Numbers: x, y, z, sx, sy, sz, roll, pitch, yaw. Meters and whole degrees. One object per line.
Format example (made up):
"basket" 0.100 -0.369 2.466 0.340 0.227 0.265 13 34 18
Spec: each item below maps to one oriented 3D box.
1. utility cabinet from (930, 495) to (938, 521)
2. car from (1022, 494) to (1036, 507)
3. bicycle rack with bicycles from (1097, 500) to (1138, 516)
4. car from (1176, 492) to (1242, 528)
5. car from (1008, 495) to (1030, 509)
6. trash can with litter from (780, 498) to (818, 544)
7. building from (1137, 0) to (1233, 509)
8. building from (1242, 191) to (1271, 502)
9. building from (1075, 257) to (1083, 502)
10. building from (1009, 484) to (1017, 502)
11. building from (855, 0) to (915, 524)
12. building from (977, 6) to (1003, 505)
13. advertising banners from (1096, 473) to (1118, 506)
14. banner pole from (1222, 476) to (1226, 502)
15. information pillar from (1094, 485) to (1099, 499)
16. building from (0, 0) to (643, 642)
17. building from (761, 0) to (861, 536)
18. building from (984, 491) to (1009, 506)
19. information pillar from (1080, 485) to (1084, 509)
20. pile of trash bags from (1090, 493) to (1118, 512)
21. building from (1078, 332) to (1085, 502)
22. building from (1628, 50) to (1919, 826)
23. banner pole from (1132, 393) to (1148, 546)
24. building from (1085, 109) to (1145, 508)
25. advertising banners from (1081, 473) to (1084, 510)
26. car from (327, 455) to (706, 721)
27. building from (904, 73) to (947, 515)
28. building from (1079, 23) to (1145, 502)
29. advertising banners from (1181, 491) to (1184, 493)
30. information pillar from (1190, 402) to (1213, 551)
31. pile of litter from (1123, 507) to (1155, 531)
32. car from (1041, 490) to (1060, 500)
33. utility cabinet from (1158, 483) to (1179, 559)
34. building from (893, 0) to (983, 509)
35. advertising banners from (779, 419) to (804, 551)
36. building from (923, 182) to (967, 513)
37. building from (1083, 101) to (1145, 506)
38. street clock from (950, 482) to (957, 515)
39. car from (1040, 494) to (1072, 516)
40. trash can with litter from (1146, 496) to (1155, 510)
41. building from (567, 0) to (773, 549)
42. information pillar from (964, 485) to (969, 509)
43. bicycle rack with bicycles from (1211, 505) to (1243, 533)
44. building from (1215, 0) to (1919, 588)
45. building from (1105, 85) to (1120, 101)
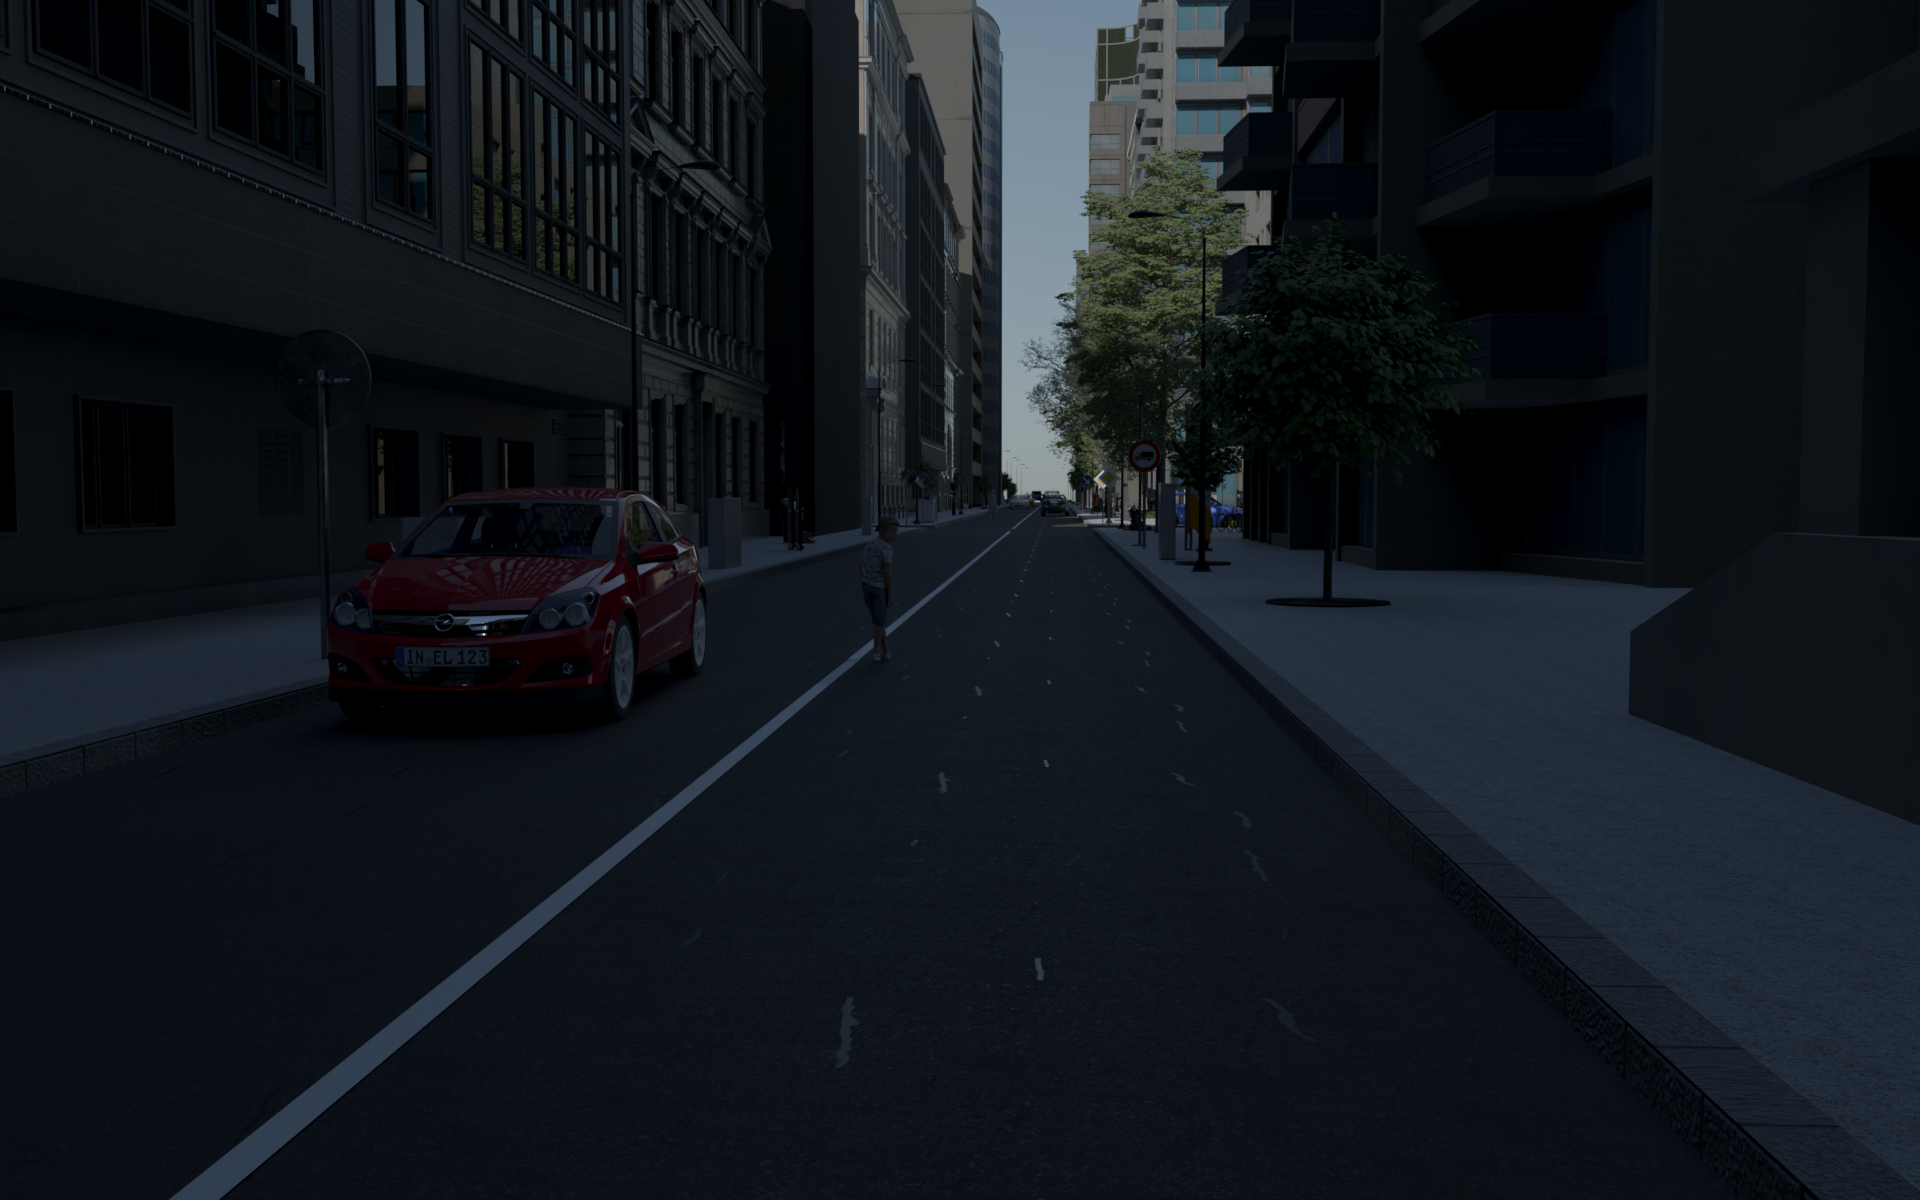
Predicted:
"utility cabinet" -1.242 -4.363 82.500 0.306 1.237 1.020 0 4 -5
"car" 7.333 -11.004 190.137 2.015 1.641 3.980 0 4 3
"bicycle rack with bicycles" 9.266 -5.433 102.216 2.852 0.926 2.925 0 4 -7
"car" 9.608 -3.630 68.941 3.694 1.707 1.945 0 4 3
"car" 5.703 -9.449 166.845 2.083 1.381 4.827 0 4 1
"trash can with litter" -4.182 -2.071 45.242 1.055 1.170 0.624 2 4 32
"building" 24.791 -31.258 130.669 23.786 49.044 30.456 0 4 3
"building" 29.895 -14.645 84.485 28.899 21.520 27.650 0 4 3
"building" 26.942 -37.607 298.463 14.154 41.232 14.086 0 4 3
"building" -6.644 -36.736 292.513 32.217 40.220 23.993 0 4 3
"building" -9.618 -18.202 83.502 13.634 28.700 20.117 0 4 3
"building" -5.853 -40.686 207.213 21.231 58.520 28.212 0 4 3
"advertising banners" 12.004 -8.852 140.916 2.074 3.025 0.090 -1 4 -19
"banner pole" 15.337 -6.768 100.672 0.401 3.779 0.863 2 4 28
"information pillar" 10.798 -8.104 136.985 0.304 2.012 0.304 -1 4 -9
"building" -13.360 -13.834 19.687 14.314 27.812 24.014 0 4 3
"building" -11.934 -13.975 58.174 15.834 23.373 12.332 0 4 3
"building" -9.937 -33.813 244.725 32.217 40.220 23.993 0 4 3
"information pillar" 10.194 -8.606 145.195 0.304 2.012 0.304 0 4 -6
"pile of trash bags" 10.221 -7.031 124.703 1.912 1.369 3.447 1 4 23
"building" 26.378 -31.350 284.266 14.160 30.474 14.107 0 4 3
"building" 19.600 -18.911 1.074 32.217 40.220 23.993 0 4 3
"banner pole" 4.451 -3.218 42.625 0.401 3.779 0.863 0 4 2
"building" 28.550 -28.846 163.506 32.217 40.220 23.993 0 4 3
"advertising banners" 9.936 -8.817 140.338 0.090 3.025 2.074 1 4 10
"car" -2.973 -0.199 12.288 2.155 1.783 4.494 0 4 1
"building" -8.625 -19.084 105.534 14.314 27.812 24.014 0 4 3
"building" 28.729 -50.594 265.456 20.563 71.187 20.611 0 4 3
"advertising banners" 13.587 -6.659 105.066 0.090 3.025 2.074 0 4 -1
"information pillar" 5.434 -2.911 38.952 0.504 3.616 0.183 -1 4 -18
"pile of litter" 6.336 -2.852 60.590 1.176 0.858 1.719 0 4 -8
"car" 9.570 -10.471 179.873 2.281 1.827 5.304 0 4 5
"utility cabinet" 4.101 -1.563 34.227 0.318 1.500 1.173 0 4 4
"building" -9.031 -32.713 158.556 21.300 48.544 21.600 0 4 3
"advertising banners" -3.887 -2.668 39.813 0.090 3.025 2.074 -1 4 -19
"building" -6.353 -20.415 131.044 12.463 27.353 25.104 0 4 3
"building" 20.546 -30.565 183.338 14.154 41.232 14.086 0 4 3
"street clock" -0.373 -6.114 104.527 0.358 2.002 0.471 2 4 31
"car" 6.241 -6.207 113.274 2.131 1.459 4.920 0 4 5
"trash can with litter" 12.091 -5.985 109.236 1.055 1.170 0.624 -3 5 -40
"building" -10.792 -10.815 41.454 10.561 19.102 19.286 0 4 3
"information pillar" 0.519 -8.713 146.952 0.304 2.012 0.304 -3 4 -36
"bicycle rack with bicycles" 8.945 -2.725 57.930 2.852 0.926 2.925 -1 4 -9
"building" 17.045 -23.295 35.493 22.147 44.769 28.867 0 4 3
"building" 26.858 -35.805 205.017 23.786 49.044 30.456 0 4 3
